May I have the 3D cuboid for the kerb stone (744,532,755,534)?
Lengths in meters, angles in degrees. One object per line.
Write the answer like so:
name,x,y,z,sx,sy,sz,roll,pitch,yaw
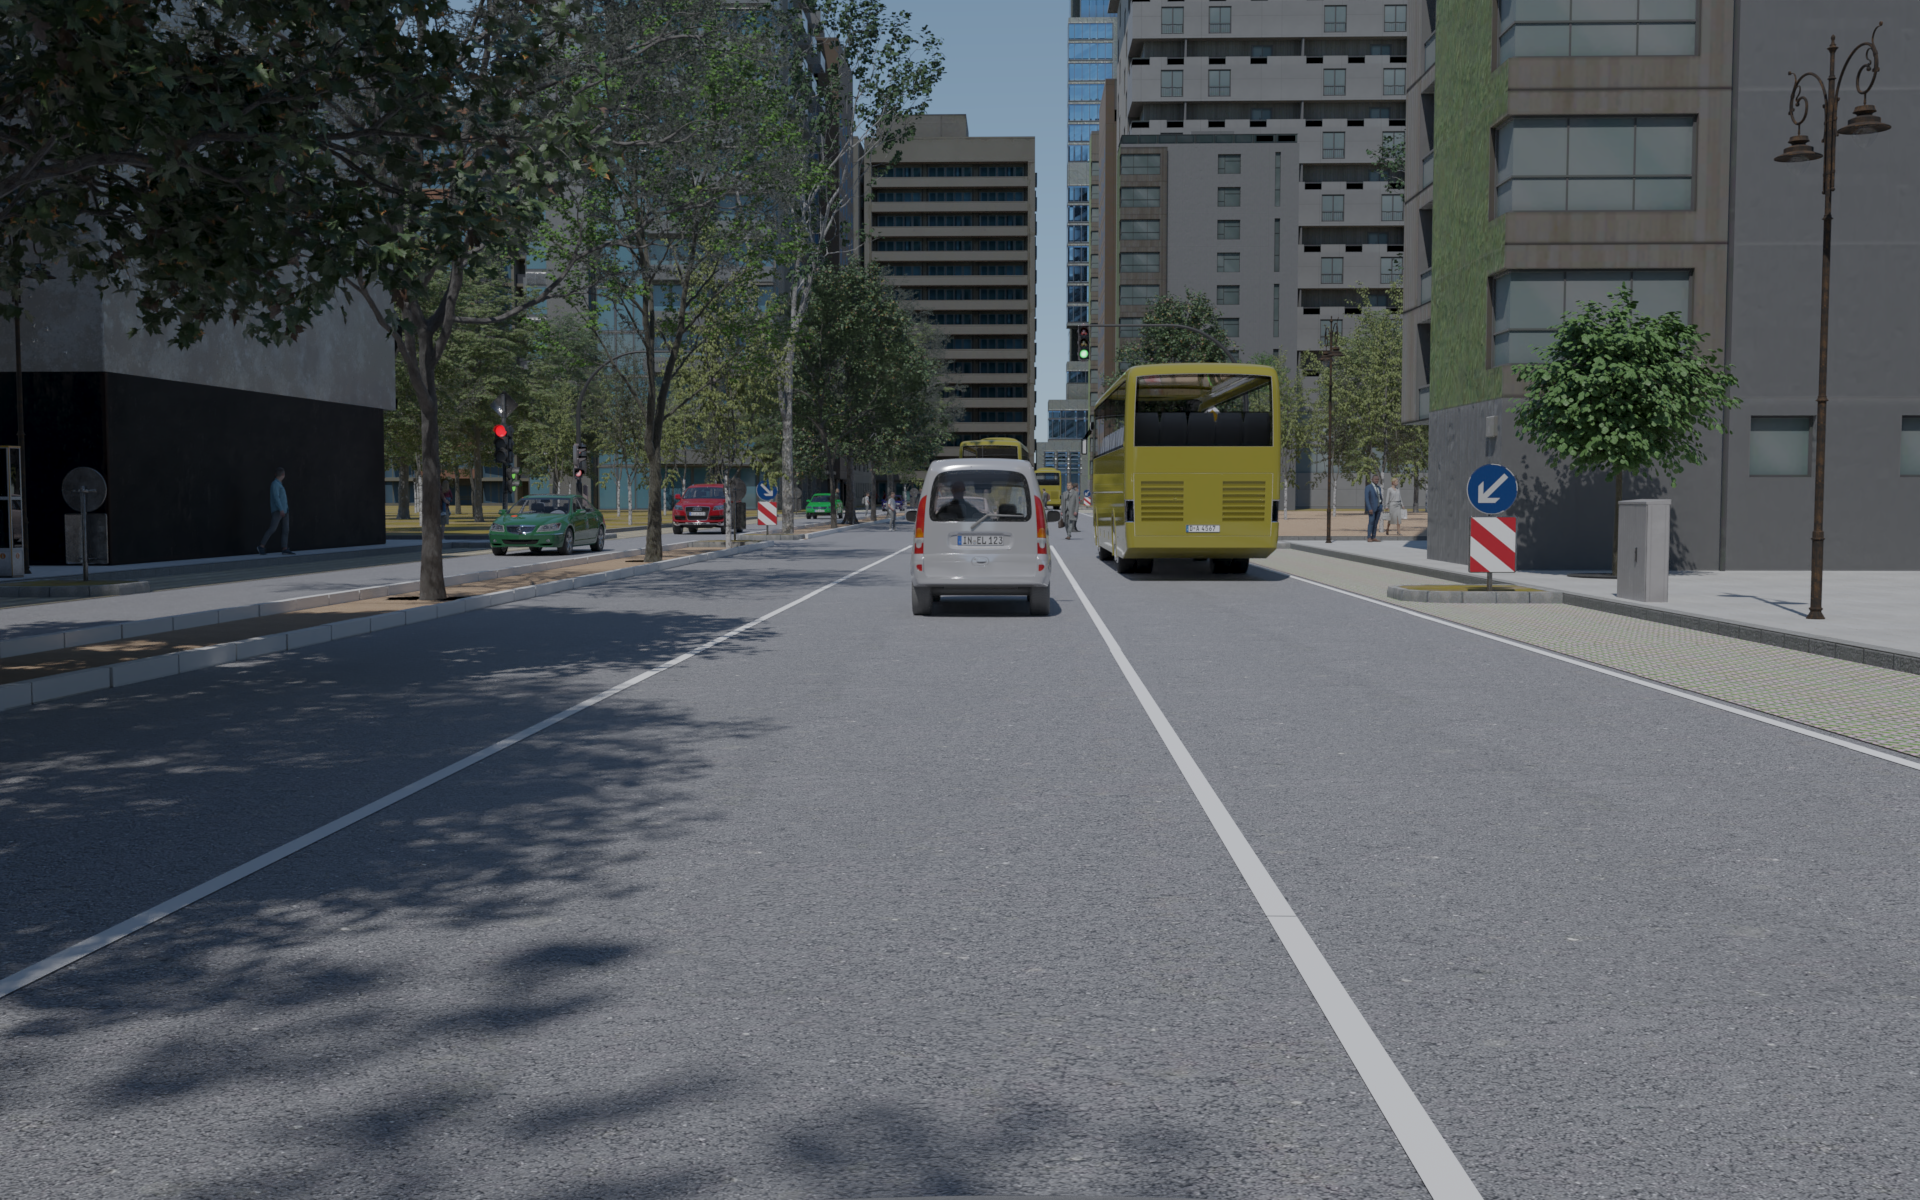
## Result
kerb stone,-6.958,-2.129,57.006,0.120,0.150,1.000,0,4,2

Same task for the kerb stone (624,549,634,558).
kerb stone,-7.566,-1.029,39.035,0.120,0.150,1.000,0,4,2

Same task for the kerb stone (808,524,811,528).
kerb stone,-6.449,-3.070,72.400,0.120,0.150,1.000,0,4,2

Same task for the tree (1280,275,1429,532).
tree,13.883,-6.571,57.793,4.737,8.622,4.395,0,3,0

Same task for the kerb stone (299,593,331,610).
kerb stone,-8.146,0.034,21.639,0.120,0.150,1.000,0,4,2

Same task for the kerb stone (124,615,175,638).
kerb stone,-8.283,0.284,17.547,0.120,0.150,1.000,0,4,2

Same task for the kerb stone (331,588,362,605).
kerb stone,-8.116,-0.027,22.668,0.120,0.150,1.000,0,4,2

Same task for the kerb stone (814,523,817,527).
kerb stone,-6.381,-3.196,74.443,0.120,0.150,1.000,0,4,2

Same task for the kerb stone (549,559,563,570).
kerb stone,-7.771,-0.654,32.896,0.120,0.150,1.000,0,4,2

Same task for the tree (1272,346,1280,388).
tree,16.515,-8.316,86.333,4.737,8.622,4.395,0,3,0

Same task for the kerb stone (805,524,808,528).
kerb stone,-6.495,-3.006,71.371,0.120,0.150,1.000,0,4,2

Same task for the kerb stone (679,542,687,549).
kerb stone,-7.353,-1.407,45.192,0.120,0.150,1.000,0,4,2

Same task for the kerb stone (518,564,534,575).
kerb stone,-7.839,-0.530,30.853,0.120,0.150,1.000,0,4,2

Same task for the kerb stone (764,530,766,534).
kerb stone,-6.861,-2.318,60.091,0.120,0.150,1.000,0,4,2

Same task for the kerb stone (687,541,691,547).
kerb stone,-7.334,-1.469,46.214,0.120,0.150,1.000,0,4,2

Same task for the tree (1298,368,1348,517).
tree,21.283,-9.055,98.411,4.360,8.622,3.978,0,3,0

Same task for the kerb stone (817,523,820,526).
kerb stone,-6.342,-3.258,75.476,0.120,0.150,1.000,0,4,2

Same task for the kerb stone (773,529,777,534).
kerb stone,-6.798,-2.437,62.141,0.120,0.150,1.000,0,4,2

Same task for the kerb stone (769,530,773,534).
kerb stone,-6.829,-2.381,61.118,0.120,0.150,1.000,0,4,2

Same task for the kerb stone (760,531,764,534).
kerb stone,-6.894,-2.255,59.063,0.120,0.150,1.000,0,4,2

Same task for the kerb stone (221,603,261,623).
kerb stone,-8.215,0.159,19.595,0.120,0.150,1.000,0,4,2

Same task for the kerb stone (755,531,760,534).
kerb stone,-6.931,-2.192,58.038,0.120,0.150,1.000,0,4,2

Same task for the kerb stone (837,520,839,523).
kerb stone,-6.075,-3.760,83.670,0.120,0.150,1.000,0,4,2

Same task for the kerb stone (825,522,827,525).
kerb stone,-6.243,-3.447,78.552,0.120,0.150,1.000,0,4,2

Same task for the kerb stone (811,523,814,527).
kerb stone,-6.422,-3.133,73.422,0.120,0.150,1.000,0,4,2

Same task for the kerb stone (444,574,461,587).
kerb stone,-7.970,-0.278,26.755,0.120,0.150,1.000,0,4,2

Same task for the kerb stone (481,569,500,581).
kerb stone,-7.910,-0.404,28.802,0.120,0.150,1.000,0,4,2

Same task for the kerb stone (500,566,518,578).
kerb stone,-7.868,-0.465,29.823,0.120,0.150,1.000,0,4,2

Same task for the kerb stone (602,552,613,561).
kerb stone,-7.633,-0.905,36.991,0.120,0.150,1.000,0,4,2

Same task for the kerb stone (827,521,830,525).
kerb stone,-6.212,-3.507,79.574,0.120,0.150,1.000,0,4,2

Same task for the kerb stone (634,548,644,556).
kerb stone,-7.533,-1.089,40.057,0.120,0.150,1.000,0,4,2

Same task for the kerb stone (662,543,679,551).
kerb stone,-7.388,-1.344,44.163,0.120,0.150,1.000,0,4,2

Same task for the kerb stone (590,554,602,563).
kerb stone,-7.659,-0.842,35.969,0.120,0.150,1.000,0,4,2

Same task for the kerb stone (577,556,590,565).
kerb stone,-7.701,-0.774,34.939,0.120,0.150,1.000,0,4,2

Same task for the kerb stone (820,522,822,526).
kerb stone,-6.309,-3.322,76.505,0.120,0.150,1.000,0,4,2

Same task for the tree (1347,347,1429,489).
tree,21.594,-8.281,85.762,4.360,8.622,3.978,0,3,0

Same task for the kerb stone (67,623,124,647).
kerb stone,-8.321,0.347,16.521,0.120,0.150,1.000,0,4,2

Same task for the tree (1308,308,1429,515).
tree,25.121,-11.472,105.690,7.486,12.596,7.792,0,3,0

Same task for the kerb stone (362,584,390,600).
kerb stone,-8.078,-0.091,23.689,0.120,0.150,1.000,0,4,2

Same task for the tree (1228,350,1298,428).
tree,20.776,-12.183,124.943,9.928,11.665,9.643,0,3,0

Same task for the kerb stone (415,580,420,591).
kerb stone,-8.017,-0.216,25.733,0.120,0.150,1.000,0,4,2

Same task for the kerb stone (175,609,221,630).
kerb stone,-8.246,0.222,18.568,0.120,0.150,1.000,0,4,2

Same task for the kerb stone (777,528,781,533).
kerb stone,-6.752,-2.498,63.163,0.120,0.150,1.000,0,4,2

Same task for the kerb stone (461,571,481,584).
kerb stone,-7.945,-0.342,27.780,0.120,0.150,1.000,0,4,2

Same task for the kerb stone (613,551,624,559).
kerb stone,-7.596,-0.967,38.012,0.120,0.150,1.000,0,4,2

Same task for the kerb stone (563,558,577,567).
kerb stone,-7.735,-0.717,33.917,0.120,0.150,1.000,0,4,2

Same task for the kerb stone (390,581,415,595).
kerb stone,-8.044,-0.154,24.712,0.120,0.150,1.000,0,4,2

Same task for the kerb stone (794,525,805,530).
kerb stone,-6.513,-2.945,70.344,0.120,0.150,1.000,0,4,2

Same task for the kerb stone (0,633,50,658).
kerb stone,-8.355,0.411,15.500,0.120,0.150,1.000,0,4,2

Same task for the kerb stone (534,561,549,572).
kerb stone,-7.804,-0.592,31.874,0.120,0.150,1.000,0,4,2

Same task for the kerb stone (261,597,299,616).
kerb stone,-8.171,0.099,20.616,0.120,0.150,1.000,0,4,2

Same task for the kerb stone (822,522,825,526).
kerb stone,-6.274,-3.384,77.528,0.120,0.150,1.000,0,4,2
